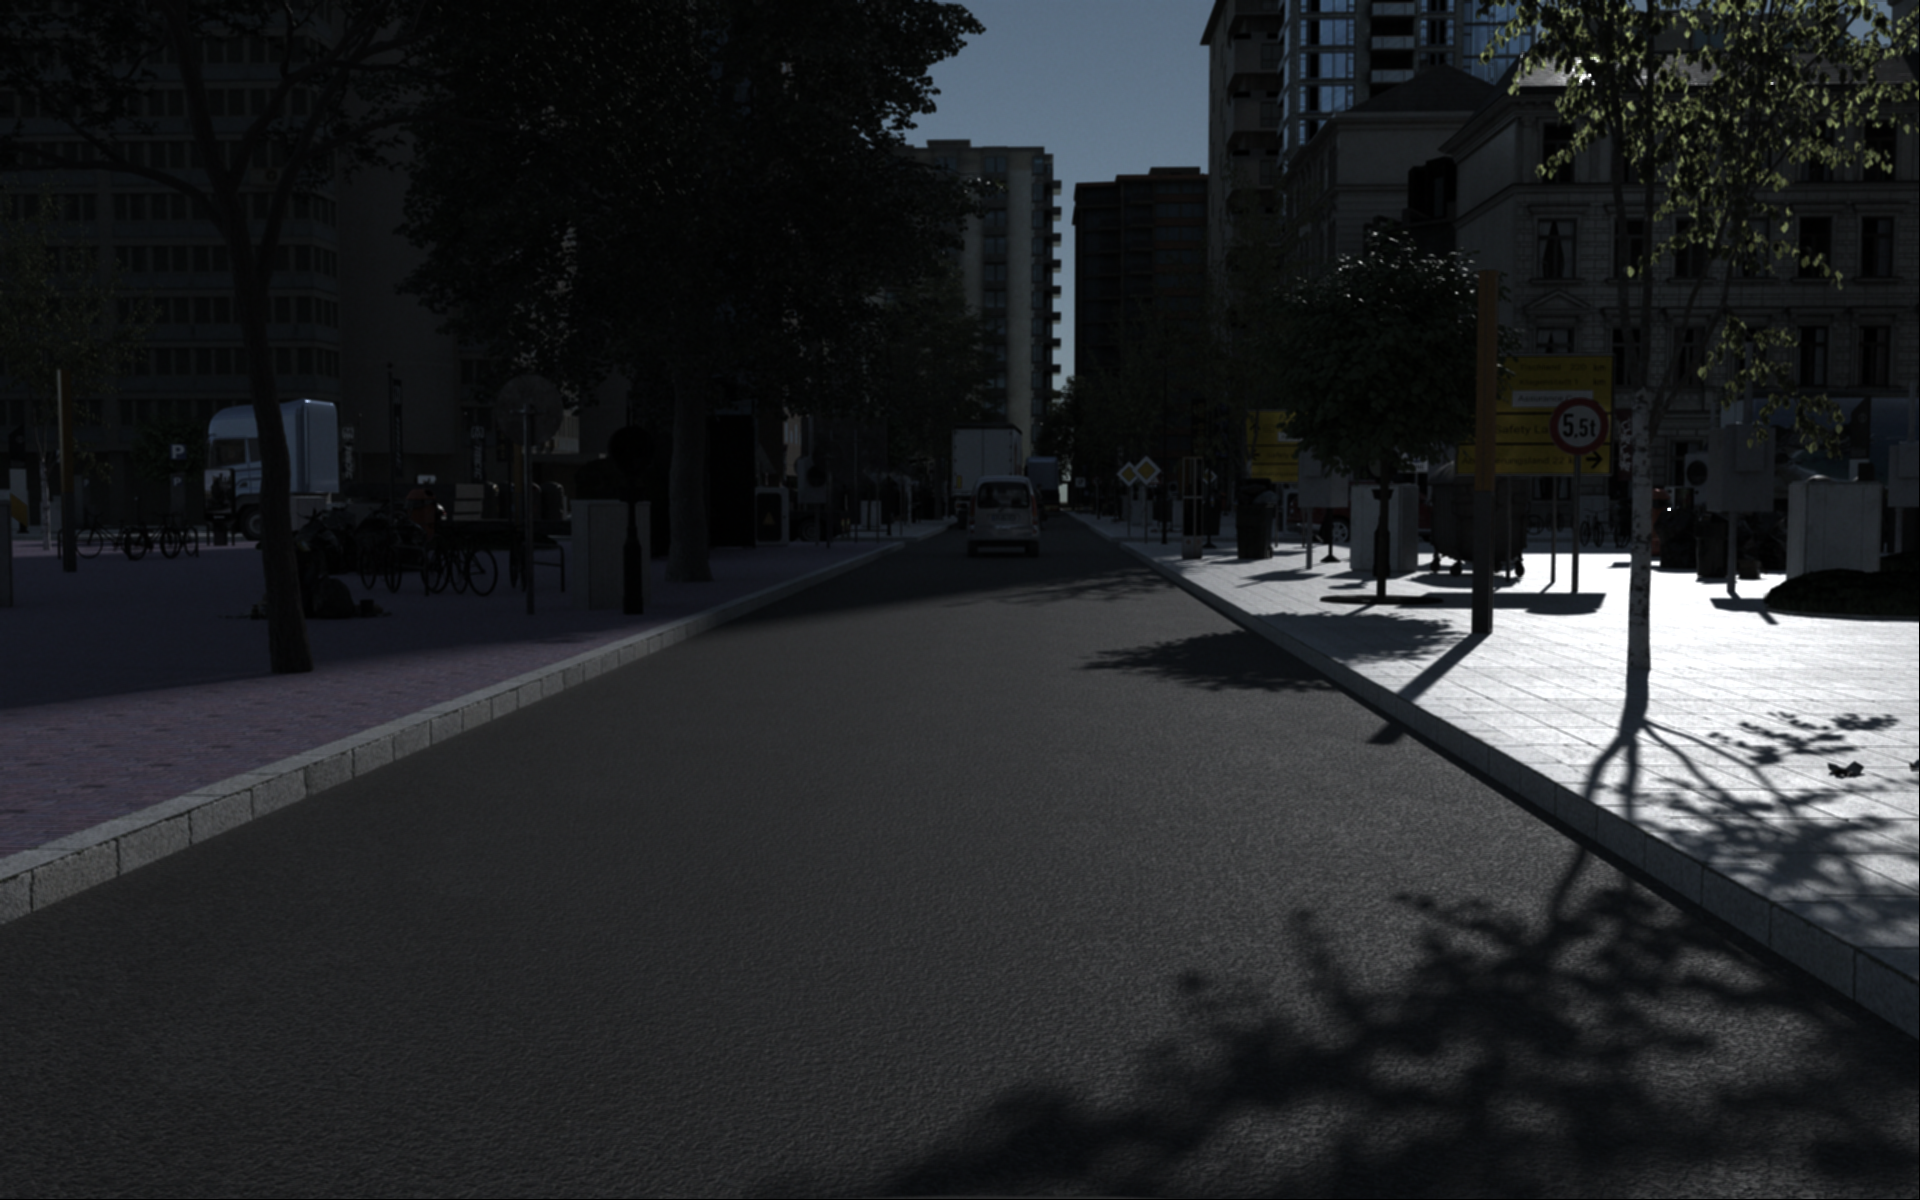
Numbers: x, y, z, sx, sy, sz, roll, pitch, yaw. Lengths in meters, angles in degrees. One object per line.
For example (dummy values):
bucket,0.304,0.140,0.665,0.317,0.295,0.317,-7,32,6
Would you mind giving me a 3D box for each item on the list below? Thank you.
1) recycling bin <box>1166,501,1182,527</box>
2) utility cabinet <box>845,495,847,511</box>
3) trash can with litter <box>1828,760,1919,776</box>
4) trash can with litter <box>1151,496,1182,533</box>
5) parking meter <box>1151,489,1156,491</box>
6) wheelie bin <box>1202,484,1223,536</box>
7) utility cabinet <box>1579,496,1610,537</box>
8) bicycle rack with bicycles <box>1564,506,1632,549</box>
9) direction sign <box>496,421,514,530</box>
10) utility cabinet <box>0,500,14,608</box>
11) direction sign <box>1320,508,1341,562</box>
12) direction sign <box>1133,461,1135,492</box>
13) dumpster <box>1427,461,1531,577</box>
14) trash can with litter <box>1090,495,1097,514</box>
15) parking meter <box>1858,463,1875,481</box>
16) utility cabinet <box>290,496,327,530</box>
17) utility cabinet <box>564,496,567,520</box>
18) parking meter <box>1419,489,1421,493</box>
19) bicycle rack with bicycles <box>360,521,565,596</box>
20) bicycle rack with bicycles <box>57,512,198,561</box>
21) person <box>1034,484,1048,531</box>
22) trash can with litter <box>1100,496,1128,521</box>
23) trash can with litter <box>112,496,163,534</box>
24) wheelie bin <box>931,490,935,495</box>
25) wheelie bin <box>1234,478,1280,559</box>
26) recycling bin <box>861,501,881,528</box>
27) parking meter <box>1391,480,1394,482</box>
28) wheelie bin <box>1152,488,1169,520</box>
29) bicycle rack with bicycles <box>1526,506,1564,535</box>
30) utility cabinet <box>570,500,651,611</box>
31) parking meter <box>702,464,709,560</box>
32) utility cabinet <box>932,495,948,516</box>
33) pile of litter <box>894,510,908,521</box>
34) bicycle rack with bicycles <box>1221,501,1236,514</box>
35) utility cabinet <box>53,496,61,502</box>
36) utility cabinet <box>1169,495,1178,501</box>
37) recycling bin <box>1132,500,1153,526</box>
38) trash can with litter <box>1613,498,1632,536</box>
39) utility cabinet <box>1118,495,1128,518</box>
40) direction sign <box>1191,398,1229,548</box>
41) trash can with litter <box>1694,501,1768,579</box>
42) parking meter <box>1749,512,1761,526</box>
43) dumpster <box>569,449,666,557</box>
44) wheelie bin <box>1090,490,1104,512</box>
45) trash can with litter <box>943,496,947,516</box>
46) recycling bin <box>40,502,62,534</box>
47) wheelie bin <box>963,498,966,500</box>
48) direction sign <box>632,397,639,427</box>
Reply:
recycling bin,8.296,-3.327,66.955,0.722,1.027,0.722,0,4,-7
utility cabinet,-8.022,-6.821,122.678,0.306,1.237,1.020,3,5,39
trash can with litter,4.973,0.226,7.355,2.233,1.210,1.678,3,5,43
trash can with litter,7.292,-2.881,58.166,2.233,1.210,1.678,-1,4,-21
parking meter,12.901,-6.706,115.360,0.399,1.863,0.255,0,4,-5
wheelie bin,7.725,-2.805,53.769,0.693,1.594,0.980,-2,4,-24
utility cabinet,19.000,-2.507,52.154,0.306,1.237,1.020,-3,5,-40
bicycle rack with bicycles,16.272,-1.710,41.335,2.852,0.926,2.925,0,4,8
direction sign,-10.959,-3.066,42.126,0.876,3.537,0.379,2,4,34
utility cabinet,-11.256,-0.510,19.503,1.020,1.237,0.306,-2,4,-26
direction sign,6.987,-2.481,32.564,0.876,3.537,0.379,-3,5,-45
direction sign,10.749,-7.015,106.684,0.379,3.537,0.876,1,4,17
dumpster,8.263,-1.336,27.597,1.264,1.857,1.865,0,4,2
trash can with litter,8.802,-6.010,109.316,1.678,1.210,2.233,1,4,11
parking meter,17.005,-1.641,32.537,0.255,1.863,0.399,2,4,33
utility cabinet,-17.138,-2.106,45.593,0.306,1.237,1.020,2,4,24
utility cabinet,-15.361,-3.351,65.956,1.020,1.237,0.306,3,5,43
parking meter,19.738,-4.064,74.857,0.372,1.533,0.369,0,3,0
bicycle rack with bicycles,-6.453,-0.575,22.787,2.852,0.926,2.925,-2,4,-30
bicycle rack with bicycles,-16.459,-1.308,34.768,2.852,0.926,2.925,1,4,20
person,3.022,-3.640,67.986,0.822,1.834,0.622,0,4,5
trash can with litter,7.752,-4.357,82.294,1.678,1.210,2.233,1,4,12
trash can with litter,-26.922,-2.778,56.483,1.678,1.210,2.233,-1,4,-16
wheelie bin,-2.035,-6.849,119.890,0.693,1.594,0.980,-1,4,-12
wheelie bin,5.873,-1.620,34.393,0.980,1.594,0.693,2,4,25
recycling bin,-3.398,-3.264,65.923,0.722,1.027,0.722,0,4,-8
parking meter,15.135,-3.395,61.220,0.399,1.863,0.255,2,4,34
wheelie bin,9.896,-4.730,85.238,0.693,1.594,0.980,2,4,35
bicycle rack with bicycles,17.396,-2.578,55.527,2.852,0.926,2.925,-3,5,-43
utility cabinet,-3.920,-0.512,19.527,0.306,1.237,1.020,2,4,31
parking meter,-5.126,-1.720,33.829,0.399,1.863,0.255,2,4,29
utility cabinet,-1.157,-5.610,102.881,1.020,1.237,0.306,1,4,17
pile of litter,-2.694,-4.159,81.964,1.176,0.858,1.719,1,4,18
bicycle rack with bicycles,17.900,-5.789,108.031,2.852,0.926,2.925,-1,4,-19
utility cabinet,-32.386,-3.141,62.521,1.020,1.237,0.306,3,5,43
utility cabinet,11.059,-4.958,92.228,1.020,1.237,0.306,0,4,1
recycling bin,7.424,-3.544,70.492,0.722,1.027,0.722,1,4,18
trash can with litter,20.455,-2.525,52.670,1.055,1.170,0.624,-1,4,-22
utility cabinet,8.826,-4.951,92.112,0.306,1.237,1.020,-2,4,-28
direction sign,5.907,-2.997,40.992,0.876,3.537,0.379,0,4,7
trash can with litter,11.848,-0.931,26.610,1.055,1.170,0.624,2,4,32
parking meter,19.030,-2.012,41.300,0.372,1.533,0.369,0,3,0
dumpster,-6.637,-1.902,33.591,1.502,2.255,1.985,0,4,2
wheelie bin,9.683,-7.007,122.471,0.980,1.594,0.693,-1,4,-9
trash can with litter,-1.302,-5.301,98.066,1.055,1.170,0.624,-1,4,-10
recycling bin,-29.499,-2.683,56.419,0.722,1.027,0.722,-1,4,-20
wheelie bin,0.468,-7.145,124.736,0.693,1.594,0.980,0,4,5
direction sign,-6.772,-2.822,38.136,0.876,3.537,0.379,0,4,2
